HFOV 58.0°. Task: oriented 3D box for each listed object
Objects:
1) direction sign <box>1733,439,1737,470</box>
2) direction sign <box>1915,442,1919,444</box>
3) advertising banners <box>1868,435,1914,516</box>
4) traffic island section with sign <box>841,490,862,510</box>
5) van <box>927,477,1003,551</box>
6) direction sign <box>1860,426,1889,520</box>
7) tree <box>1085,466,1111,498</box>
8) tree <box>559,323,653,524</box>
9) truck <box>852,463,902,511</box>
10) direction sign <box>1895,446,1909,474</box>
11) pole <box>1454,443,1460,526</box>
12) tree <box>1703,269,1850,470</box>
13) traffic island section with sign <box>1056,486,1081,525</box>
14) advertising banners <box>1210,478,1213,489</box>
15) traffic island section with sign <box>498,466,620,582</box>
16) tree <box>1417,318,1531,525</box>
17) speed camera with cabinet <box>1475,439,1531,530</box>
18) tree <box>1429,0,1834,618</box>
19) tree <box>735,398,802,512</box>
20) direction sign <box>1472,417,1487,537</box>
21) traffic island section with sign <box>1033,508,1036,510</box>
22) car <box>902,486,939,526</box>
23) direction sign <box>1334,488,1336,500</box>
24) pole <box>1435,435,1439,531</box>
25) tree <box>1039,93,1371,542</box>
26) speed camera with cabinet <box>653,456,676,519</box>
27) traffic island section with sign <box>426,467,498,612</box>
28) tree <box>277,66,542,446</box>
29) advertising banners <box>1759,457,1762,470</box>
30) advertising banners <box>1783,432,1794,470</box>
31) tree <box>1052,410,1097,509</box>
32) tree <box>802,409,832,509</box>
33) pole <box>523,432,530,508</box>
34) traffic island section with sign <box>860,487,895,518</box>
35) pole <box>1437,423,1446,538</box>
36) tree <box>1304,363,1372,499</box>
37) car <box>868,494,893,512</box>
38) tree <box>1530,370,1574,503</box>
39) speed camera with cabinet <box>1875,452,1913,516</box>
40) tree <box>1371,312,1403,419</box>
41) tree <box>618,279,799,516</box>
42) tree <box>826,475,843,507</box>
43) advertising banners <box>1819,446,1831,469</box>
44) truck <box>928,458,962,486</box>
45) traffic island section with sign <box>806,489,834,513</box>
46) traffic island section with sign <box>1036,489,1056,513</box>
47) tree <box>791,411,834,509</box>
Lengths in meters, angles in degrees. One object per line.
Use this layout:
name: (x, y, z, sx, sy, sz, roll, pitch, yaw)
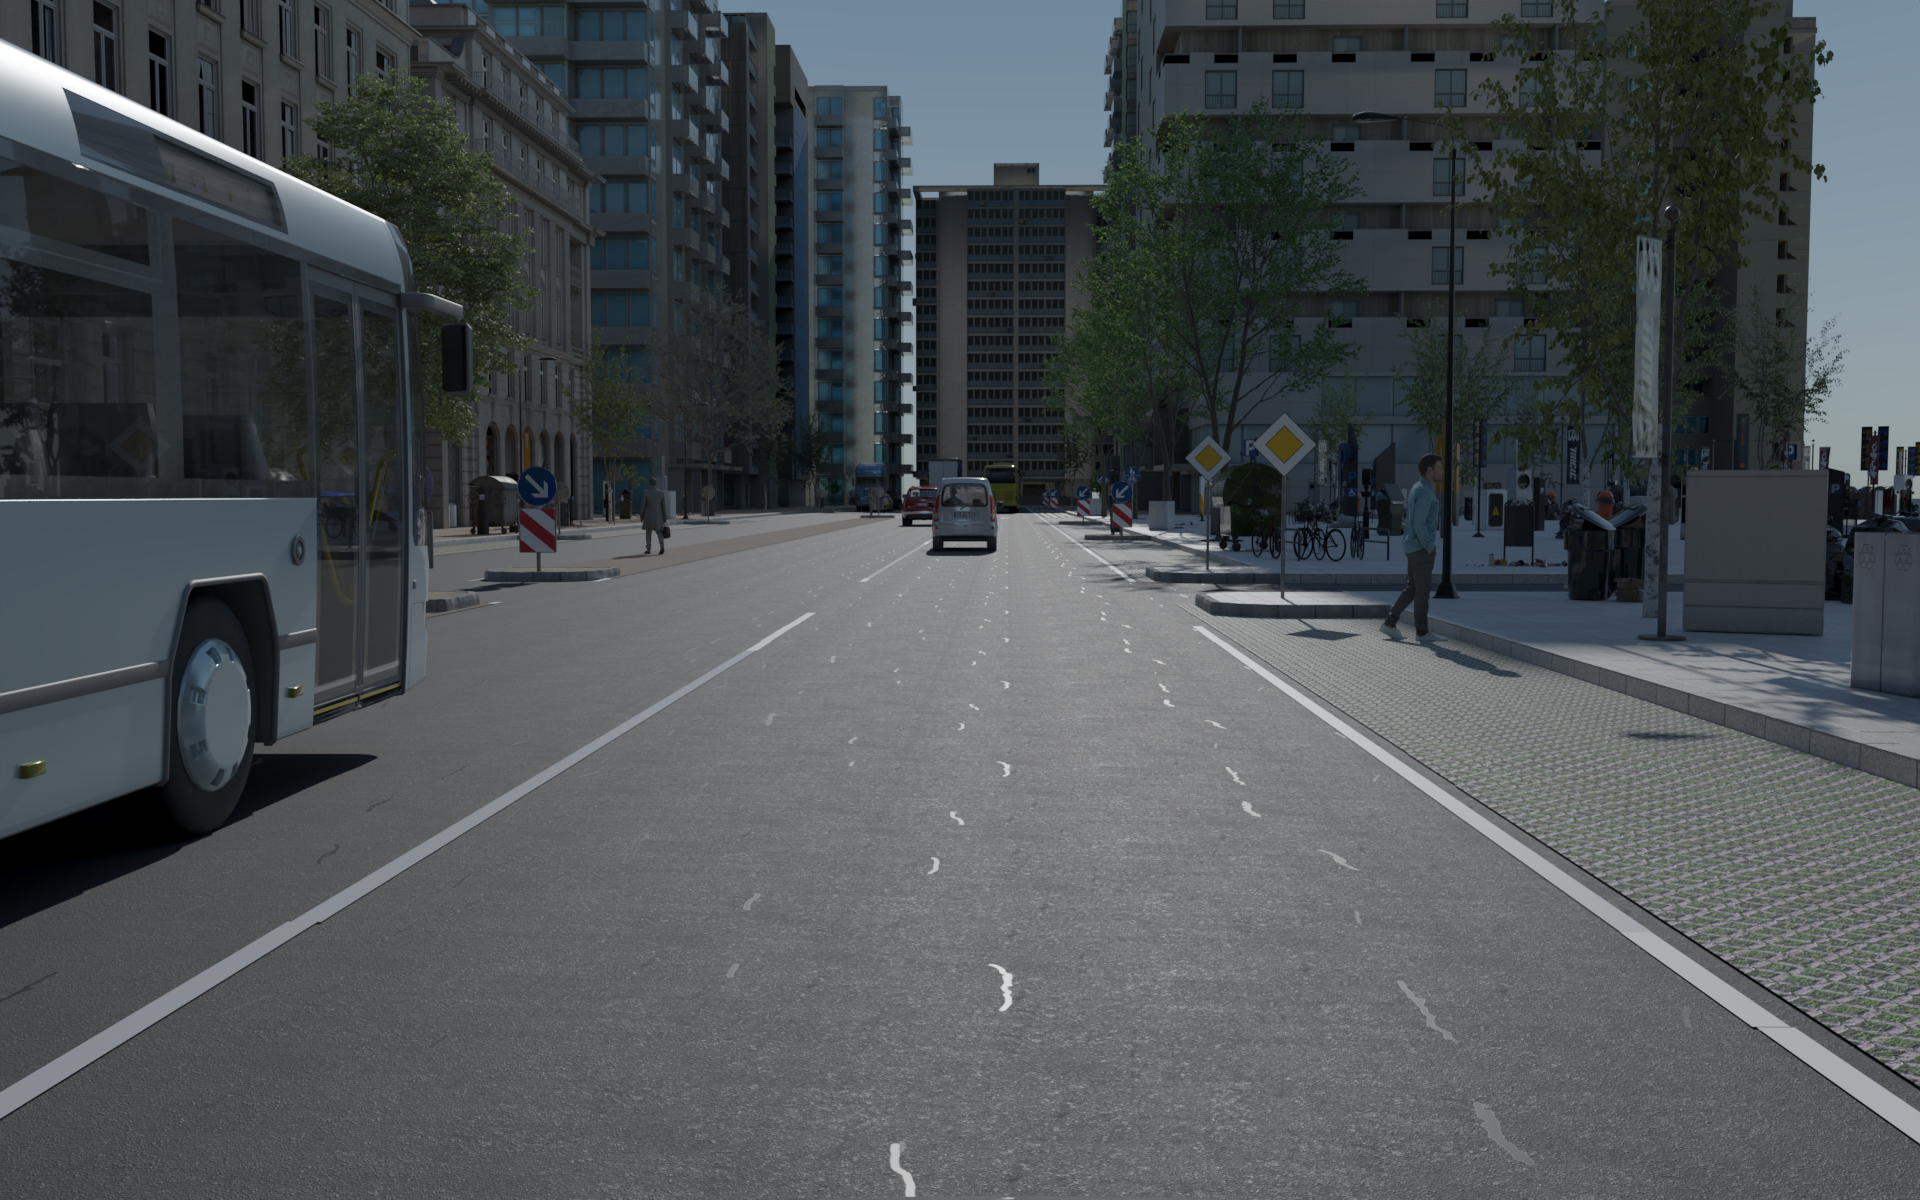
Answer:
direction sign: (32.277, -4.905, 72.197, 0.379, 3.537, 0.876, 1, 4, 19)
direction sign: (41.518, -5.056, 74.655, 0.379, 3.537, 0.876, -1, 4, -22)
advertising banners: (27.087, -3.320, 50.465, 0.090, 3.025, 2.074, 0, 4, -7)
traffic island section with sign: (-9.840, -9.210, 159.204, 1.989, 1.847, 2.006, 0, 4, 2)
van: (0.129, -2.328, 45.080, 2.013, 2.044, 4.112, 0, 4, 0)
direction sign: (30.521, -4.028, 57.852, 0.379, 3.537, 0.876, -3, 4, -39)
tree: (10.072, -7.912, 123.957, 1.663, 3.219, 1.824, 0, 3, 0)
tree: (-15.088, -7.590, 74.455, 4.737, 8.622, 4.395, 0, 3, 0)
truck: (-7.164, -10.041, 153.926, 2.967, 4.110, 18.799, 0, 4, 3)
direction sign: (44.916, -5.526, 82.339, 0.876, 3.537, 0.379, 0, 4, 3)
pole: (19.898, -4.623, 69.423, 0.158, 3.312, 0.155, 0, 3, 0)
tree: (26.878, -6.538, 57.258, 4.360, 8.622, 3.978, 0, 3, 0)
traffic island section with sign: (5.634, -4.430, 81.050, 1.989, 1.847, 2.006, 0, 4, 2)
advertising banners: (14.845, -6.329, 99.662, 0.090, 3.025, 2.074, 3, 5, 42)
traffic island section with sign: (-6.974, -1.295, 29.304, 2.006, 1.907, 1.989, 0, 4, 2)
tree: (21.226, -7.447, 72.114, 4.360, 8.622, 3.978, 0, 3, 0)
speed camera with cabinet: (19.310, -4.110, 61.535, 2.038, 3.252, 0.660, -2, 4, -24)
tree: (7.163, -4.134, 17.954, 4.737, 8.622, 4.395, 0, 3, 0)
tree: (-14.110, -10.687, 125.087, 4.360, 8.622, 3.978, 0, 3, 0)
direction sign: (15.444, -3.638, 51.483, 0.379, 3.537, 0.876, 3, 5, 41)
traffic island section with sign: (7.703, -9.136, 158.004, 1.989, 1.847, 2.006, 0, 4, 2)
car: (-1.583, -4.377, 80.241, 2.281, 1.827, 5.304, 0, 4, 2)
direction sign: (20.081, -6.160, 92.720, 0.379, 3.537, 0.876, 0, 4, 4)
pole: (16.638, -4.065, 60.303, 0.158, 3.312, 0.155, 0, 3, 0)
tree: (7.037, -7.378, 46.382, 9.928, 11.665, 9.643, 0, 3, 0)
speed camera with cabinet: (-15.399, -5.865, 90.233, 0.660, 3.252, 2.038, 1, 4, 9)
traffic island section with sign: (-7.184, -0.842, 21.900, 2.006, 1.907, 1.989, 0, 4, 2)
tree: (-14.909, -7.858, 46.608, 7.486, 12.596, 7.792, 0, 3, 0)
advertising banners: (37.863, -5.230, 81.698, 0.090, 3.025, 2.074, 1, 4, 18)
advertising banners: (23.325, -3.195, 48.433, 0.090, 3.025, 2.074, 1, 4, 9)
tree: (9.904, -12.313, 151.673, 4.737, 8.622, 4.395, 0, 3, 0)
tree: (-13.104, -12.103, 148.254, 4.360, 8.622, 3.978, 0, 3, 0)
pole: (-14.327, -3.881, 57.301, 0.158, 3.312, 0.155, 0, 3, 0)
traffic island section with sign: (-4.948, -5.889, 104.416, 2.006, 1.907, 1.989, 0, 4, 2)
pole: (13.986, -3.438, 50.053, 0.158, 3.312, 0.155, 0, 3, 0)
tree: (21.198, -8.989, 97.325, 4.737, 8.622, 4.395, 0, 3, 0)
car: (-6.470, -8.066, 142.107, 2.015, 1.641, 3.980, 0, 4, 3)
tree: (33.423, -9.208, 100.909, 4.360, 8.622, 3.978, 0, 3, 0)
speed camera with cabinet: (43.186, -5.241, 80.033, 2.038, 3.252, 0.660, -2, 4, -31)
tree: (17.895, -6.972, 64.360, 4.737, 8.622, 4.395, 0, 3, 0)
tree: (-14.339, -11.556, 99.306, 12.009, 13.543, 11.850, 0, 3, 0)
tree: (-12.822, -11.264, 178.769, 1.663, 3.219, 1.824, 0, 3, 0)
advertising banners: (31.603, -4.184, 64.590, 0.090, 3.025, 2.074, -1, 4, -18)
truck: (-1.125, -9.338, 141.583, 2.839, 4.237, 11.283, 0, 4, 2)
traffic island section with sign: (-10.584, -7.526, 131.685, 1.989, 1.847, 2.006, 0, 4, 2)
traffic island section with sign: (6.978, -7.488, 131.059, 1.989, 1.847, 2.006, 0, 4, 2)
tree: (-12.881, -12.406, 153.205, 4.737, 8.622, 4.395, 0, 3, 0)
